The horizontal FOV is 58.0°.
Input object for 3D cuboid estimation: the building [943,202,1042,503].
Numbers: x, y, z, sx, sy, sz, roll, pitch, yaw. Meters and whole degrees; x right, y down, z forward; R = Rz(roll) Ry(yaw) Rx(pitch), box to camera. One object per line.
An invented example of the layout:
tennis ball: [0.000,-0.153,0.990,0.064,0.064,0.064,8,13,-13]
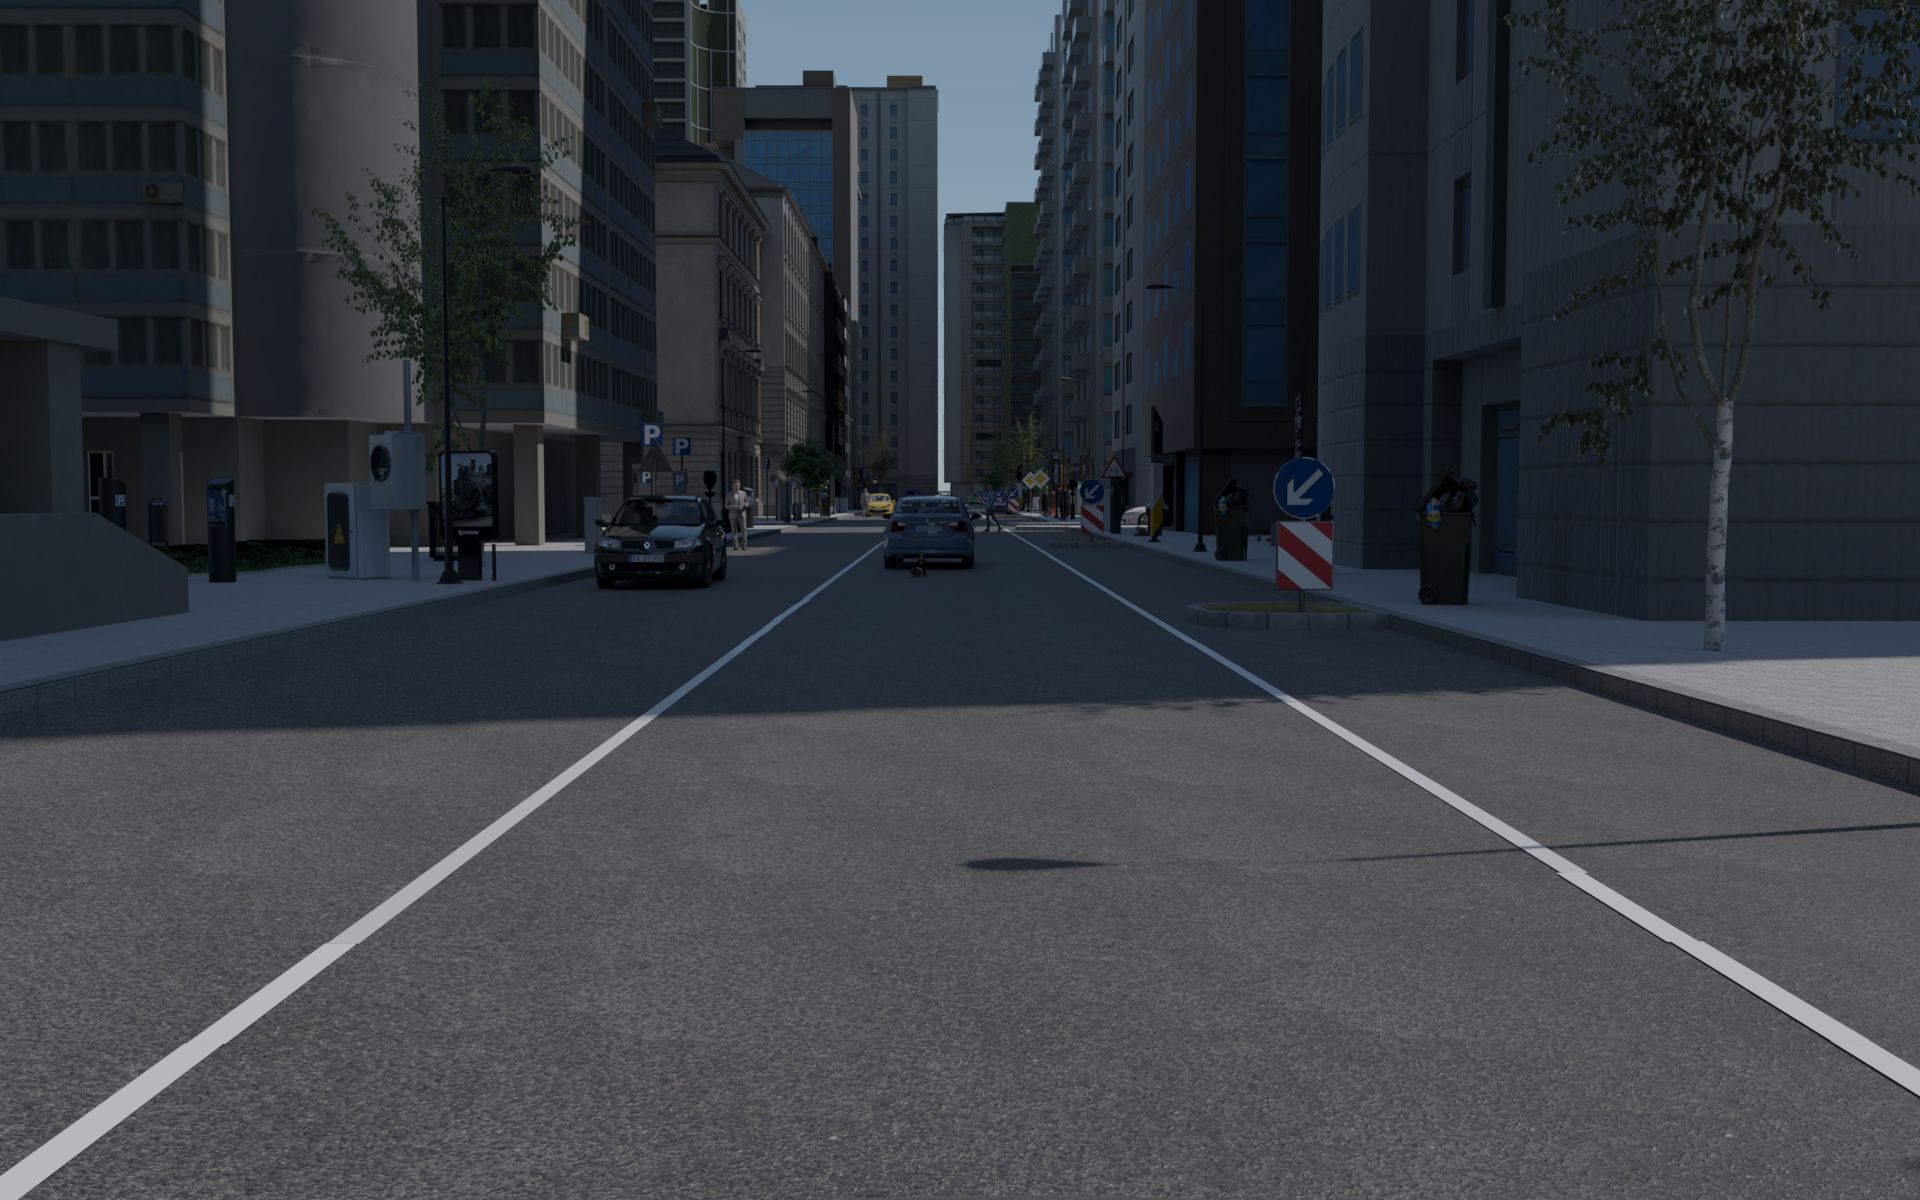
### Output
building: [4.591,-34.289,244.227,14.086,41.232,14.154,0,4,0]

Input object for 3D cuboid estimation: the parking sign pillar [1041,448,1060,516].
parking sign pillar: [5.537,-6.966,102.373,1.447,3.967,1.447,-1,4,-11]

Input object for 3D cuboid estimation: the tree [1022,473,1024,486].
tree: [5.816,-8.716,137.115,1.663,3.219,1.824,0,3,0]

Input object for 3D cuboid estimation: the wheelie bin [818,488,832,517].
wheelie bin: [-7.616,-5.479,97.496,0.693,1.594,0.980,-1,4,-17]

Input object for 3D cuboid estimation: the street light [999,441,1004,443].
street light: [4.137,-10.992,152.261,1.470,5.913,1.316,0,4,0]

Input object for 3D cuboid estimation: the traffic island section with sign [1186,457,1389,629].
traffic island section with sign: [3.590,-0.659,19.402,1.989,1.847,2.006,0,4,0]

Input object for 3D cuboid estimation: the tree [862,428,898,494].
tree: [-9.132,-15.217,199.154,4.360,8.622,3.978,0,3,0]

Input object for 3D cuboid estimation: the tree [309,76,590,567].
tree: [-8.645,-4.876,30.092,4.737,8.622,4.395,0,3,0]

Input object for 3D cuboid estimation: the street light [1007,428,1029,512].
street light: [4.263,-9.115,121.574,1.470,5.913,1.316,0,4,0]

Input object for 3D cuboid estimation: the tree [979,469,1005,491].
tree: [4.112,-14.682,223.767,4.285,4.588,4.351,0,3,0]

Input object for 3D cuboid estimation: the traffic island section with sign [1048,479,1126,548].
traffic island section with sign: [3.391,-2.329,46.711,1.989,1.847,2.006,0,4,0]

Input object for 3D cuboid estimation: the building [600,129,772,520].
building: [-15.757,-13.667,88.086,10.561,19.102,19.286,0,4,0]

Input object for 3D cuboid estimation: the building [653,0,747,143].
building: [-41.544,-49.413,246.147,20.611,71.187,20.563,0,4,0]

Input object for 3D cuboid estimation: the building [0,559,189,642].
building: [-24.427,-19.489,10.532,32.217,40.220,23.993,0,4,0]

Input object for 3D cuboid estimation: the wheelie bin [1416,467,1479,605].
wheelie bin: [5.695,-0.755,20.245,0.693,1.594,0.980,1,4,18]

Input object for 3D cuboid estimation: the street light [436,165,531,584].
street light: [-6.750,-3.183,24.580,1.470,5.913,1.316,0,4,0]

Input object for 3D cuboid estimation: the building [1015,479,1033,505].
building: [22.715,-31.091,200.226,32.217,40.220,23.993,0,4,0]

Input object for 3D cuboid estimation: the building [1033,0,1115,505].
building: [18.845,-33.832,172.755,23.786,49.044,30.456,0,4,0]

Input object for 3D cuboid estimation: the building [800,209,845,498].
building: [-16.106,-19.156,142.882,12.332,23.373,15.834,0,4,0]

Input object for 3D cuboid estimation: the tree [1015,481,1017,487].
tree: [5.353,-9.024,142.142,1.663,3.219,1.824,0,3,0]

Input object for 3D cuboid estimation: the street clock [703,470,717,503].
street clock: [-7.680,-2.977,53.246,0.358,2.002,0.471,-3,4,-37]

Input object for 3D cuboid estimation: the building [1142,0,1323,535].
building: [14.042,-25.025,59.272,14.600,45.320,14.200,0,4,0]

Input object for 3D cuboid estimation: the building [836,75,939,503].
building: [-17.137,-43.126,247.105,28.212,58.520,21.231,0,4,0]

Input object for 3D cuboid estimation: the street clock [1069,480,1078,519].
street clock: [5.698,-5.080,87.634,0.471,2.002,0.358,3,4,38]

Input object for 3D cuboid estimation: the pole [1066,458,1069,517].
pole: [6.103,-6.388,98.290,0.158,3.312,0.155,0,3,0]

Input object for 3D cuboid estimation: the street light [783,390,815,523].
street light: [-7.170,-6.406,77.275,1.470,5.913,1.316,0,4,0]

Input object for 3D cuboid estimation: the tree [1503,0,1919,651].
tree: [6.320,-3.901,14.147,4.360,8.622,3.978,0,3,0]

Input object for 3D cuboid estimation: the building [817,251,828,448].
building: [-15.012,-16.880,125.147,9.793,20.994,18.267,0,4,0]

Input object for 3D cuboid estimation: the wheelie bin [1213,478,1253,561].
wheelie bin: [5.281,-1.563,33.463,0.693,1.594,0.980,1,4,19]

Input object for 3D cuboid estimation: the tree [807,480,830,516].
tree: [-8.173,-6.414,99.468,1.663,3.219,1.824,0,3,0]

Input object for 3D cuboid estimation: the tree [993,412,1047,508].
tree: [5.835,-12.547,155.507,4.737,8.622,4.395,0,3,0]

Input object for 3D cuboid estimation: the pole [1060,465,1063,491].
pole: [7.087,-7.767,120.828,0.158,3.312,0.155,0,3,0]

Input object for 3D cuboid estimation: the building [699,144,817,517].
building: [-14.607,-15.762,106.853,9.793,20.994,18.267,0,4,0]

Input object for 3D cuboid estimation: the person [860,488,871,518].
person: [-5.602,-5.749,102.778,0.678,1.792,0.850,0,4,3]

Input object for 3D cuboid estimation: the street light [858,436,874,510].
street light: [-7.538,-10.159,138.648,1.470,5.913,1.316,0,4,0]

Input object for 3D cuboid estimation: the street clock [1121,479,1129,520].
street clock: [8.016,-4.916,84.941,0.471,2.002,0.358,1,4,19]

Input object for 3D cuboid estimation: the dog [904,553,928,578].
dog: [-0.788,-0.602,30.043,0.748,0.427,0.550,-2,4,-34]

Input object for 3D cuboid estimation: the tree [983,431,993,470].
tree: [4.428,-14.379,185.456,4.737,8.622,4.395,0,3,0]

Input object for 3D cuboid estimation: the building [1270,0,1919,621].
building: [17.318,-29.831,29.740,21.231,58.520,28.212,0,4,0]

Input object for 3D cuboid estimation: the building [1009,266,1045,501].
building: [13.182,-27.387,219.471,14.160,30.474,14.107,0,4,0]

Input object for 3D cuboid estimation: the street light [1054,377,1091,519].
street light: [4.649,-5.904,69.075,1.470,5.913,1.316,0,4,0]

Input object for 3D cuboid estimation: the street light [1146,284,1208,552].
street light: [4.811,-4.027,38.388,1.470,5.913,1.316,0,4,0]

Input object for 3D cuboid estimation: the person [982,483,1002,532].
person: [1.215,-3.498,65.549,0.748,1.841,0.638,1,4,9]

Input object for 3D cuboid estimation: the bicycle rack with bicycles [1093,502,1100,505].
bicycle rack with bicycles: [9.477,-6.034,112.038,2.852,0.926,2.925,1,4,23]

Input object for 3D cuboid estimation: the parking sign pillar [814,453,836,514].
parking sign pillar: [-8.724,-7.546,111.852,1.447,3.967,1.447,2,4,33]

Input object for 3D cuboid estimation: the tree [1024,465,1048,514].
tree: [5.329,-7.266,113.405,1.663,3.219,1.824,0,3,0]

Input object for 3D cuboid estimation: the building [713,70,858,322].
building: [-18.317,-32.874,187.602,14.600,45.320,14.200,0,4,0]

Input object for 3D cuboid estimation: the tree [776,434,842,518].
tree: [-8.075,-6.611,91.808,4.285,4.588,4.351,0,3,0]

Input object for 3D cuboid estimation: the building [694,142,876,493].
building: [-25.328,-34.259,214.763,28.867,44.769,22.147,0,4,0]

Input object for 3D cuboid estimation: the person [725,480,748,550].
person: [-5.660,-2.166,44.119,0.606,1.804,0.583,-1,4,-21]

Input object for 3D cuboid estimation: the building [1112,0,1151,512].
building: [19.084,-39.770,88.490,20.611,71.187,20.563,0,4,0]

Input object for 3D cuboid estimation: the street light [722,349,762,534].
street light: [-7.051,-5.079,55.582,1.470,5.913,1.316,0,4,0]

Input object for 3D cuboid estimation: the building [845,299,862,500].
building: [-24.044,-19.678,166.778,27.650,21.520,28.899,0,4,0]

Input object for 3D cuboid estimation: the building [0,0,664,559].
building: [-21.717,-21.964,50.991,23.993,40.220,32.217,0,4,0]

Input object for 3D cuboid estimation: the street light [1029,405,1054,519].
street light: [4.506,-7.207,90.375,1.470,5.913,1.316,0,4,0]

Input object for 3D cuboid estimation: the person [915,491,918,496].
person: [-3.487,-7.819,137.338,0.522,1.701,0.512,0,4,3]

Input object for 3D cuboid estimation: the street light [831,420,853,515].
street light: [-7.344,-8.283,107.961,1.470,5.913,1.316,0,4,0]
